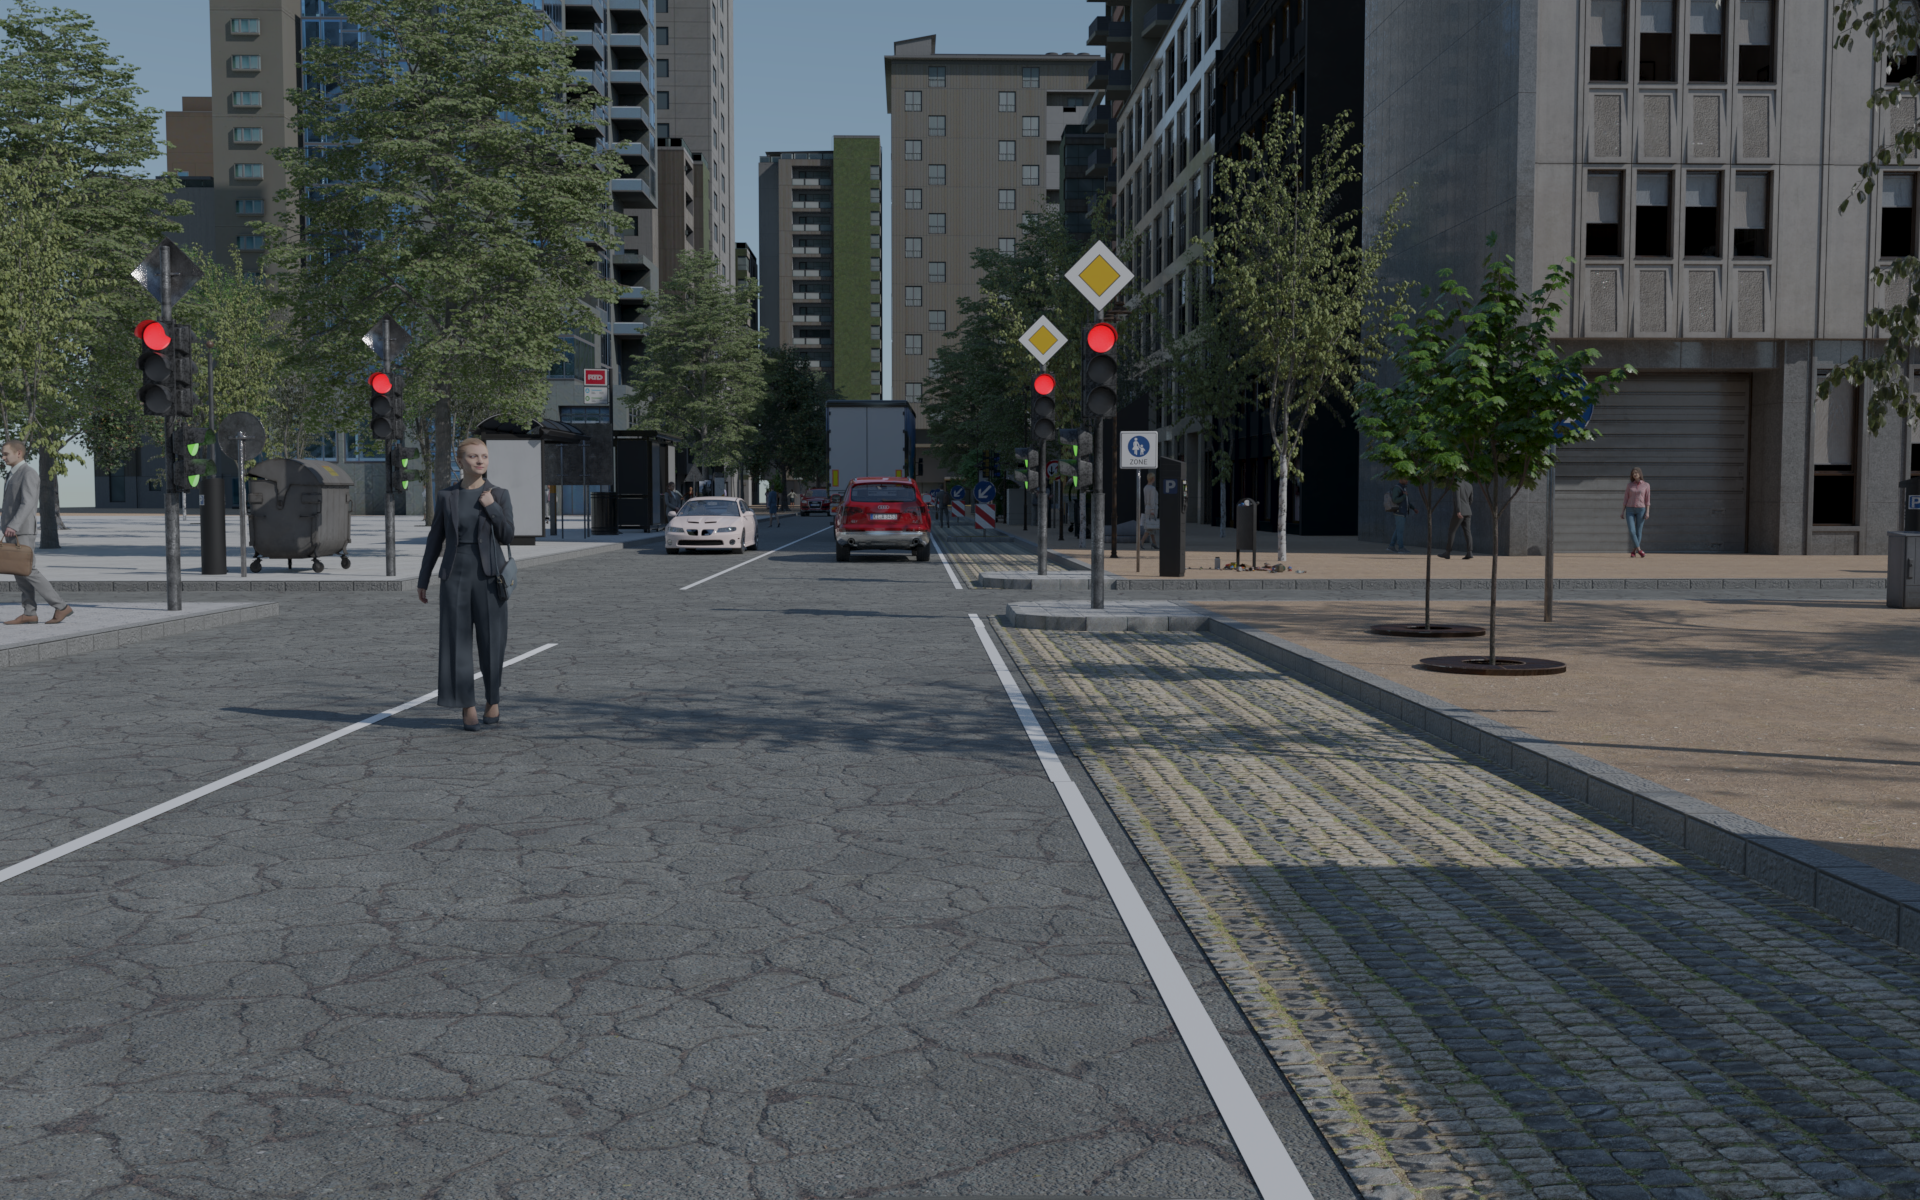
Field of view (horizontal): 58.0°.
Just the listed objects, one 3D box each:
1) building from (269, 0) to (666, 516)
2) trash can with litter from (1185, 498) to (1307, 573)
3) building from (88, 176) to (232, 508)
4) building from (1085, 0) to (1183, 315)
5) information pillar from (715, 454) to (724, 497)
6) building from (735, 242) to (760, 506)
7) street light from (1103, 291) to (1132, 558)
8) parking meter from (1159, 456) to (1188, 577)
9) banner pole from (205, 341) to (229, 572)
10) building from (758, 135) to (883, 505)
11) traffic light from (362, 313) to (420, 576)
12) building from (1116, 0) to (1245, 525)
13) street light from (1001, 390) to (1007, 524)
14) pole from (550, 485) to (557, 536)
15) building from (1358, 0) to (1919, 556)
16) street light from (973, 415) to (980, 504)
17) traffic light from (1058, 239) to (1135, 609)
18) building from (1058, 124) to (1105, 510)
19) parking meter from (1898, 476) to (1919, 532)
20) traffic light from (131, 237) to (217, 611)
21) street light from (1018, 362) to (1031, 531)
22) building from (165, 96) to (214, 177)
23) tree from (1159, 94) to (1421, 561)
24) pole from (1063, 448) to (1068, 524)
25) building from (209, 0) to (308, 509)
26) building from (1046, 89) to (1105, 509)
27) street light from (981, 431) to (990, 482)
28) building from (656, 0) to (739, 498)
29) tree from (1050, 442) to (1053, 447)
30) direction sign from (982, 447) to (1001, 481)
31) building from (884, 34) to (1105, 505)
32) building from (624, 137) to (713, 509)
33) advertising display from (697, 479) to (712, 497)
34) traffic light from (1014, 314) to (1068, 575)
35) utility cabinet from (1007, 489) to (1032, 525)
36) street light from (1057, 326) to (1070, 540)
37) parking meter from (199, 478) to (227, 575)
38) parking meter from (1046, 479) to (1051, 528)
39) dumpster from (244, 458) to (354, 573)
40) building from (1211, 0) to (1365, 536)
[{"bbox_3d":[-31.316,-49.080,115.135,22.319,86.520,31.000,0,4,-2],"label":"building"},{"bbox_3d":[4.899,-1.090,28.885,1.678,1.210,2.233,-2,4,-23],"label":"trash can with litter"},{"bbox_3d":[-70.813,-23.823,161.209,14.107,30.474,14.160,0,4,-2],"label":"building"},{"bbox_3d":[20.099,-28.279,116.984,22.147,44.769,28.867,0,4,-2],"label":"building"},{"bbox_3d":[-12.159,-5.879,87.477,0.504,3.616,0.183,0,4,5],"label":"information pillar"},{"bbox_3d":[-30.696,-26.184,199.816,14.107,30.474,14.160,0,4,-2],"label":"building"},{"bbox_3d":[3.094,-3.782,34.630,0.468,5.910,1.993,0,4,-2],"label":"street light"},{"bbox_3d":[3.307,-1.291,26.819,0.399,1.863,0.255,2,4,25],"label":"parking meter"},{"bbox_3d":[-12.337,-2.361,28.623,0.401,3.779,0.863,-1,4,-19],"label":"banner pole"},{"bbox_3d":[-15.948,-31.605,200.339,14.086,41.232,14.154,0,4,-2],"label":"building"},{"bbox_3d":[-8.874,-2.326,26.944,0.839,4.253,0.868,0,4,-2],"label":"traffic light"},{"bbox_3d":[19.356,-17.213,85.945,19.350,26.468,34.151,0,4,-2],"label":"building"},{"bbox_3d":[1.940,-6.241,74.823,0.468,5.910,1.993,0,4,-2],"label":"street light"},{"bbox_3d":[-12.583,-3.651,53.531,0.158,3.312,0.155,0,3,0],"label":"pole"},{"bbox_3d":[21.044,-13.646,41.132,19.932,24.808,12.078,0,4,-2],"label":"building"},{"bbox_3d":[1.031,-7.908,102.083,0.468,5.910,1.993,0,4,-2],"label":"street light"},{"bbox_3d":[1.520,-1.857,19.281,0.839,4.253,0.868,0,4,-2],"label":"traffic light"},{"bbox_3d":[14.747,-22.448,138.718,14.160,30.474,14.107,0,4,-2],"label":"building"},{"bbox_3d":[11.144,-0.722,20.216,0.372,1.533,0.369,0,3,0],"label":"parking meter"},{"bbox_3d":[-8.636,-1.837,18.963,0.839,4.253,0.868,0,4,-2],"label":"traffic light"},{"bbox_3d":[2.303,-5.387,60.866,0.468,5.910,1.993,0,4,-2],"label":"street light"},{"bbox_3d":[-80.433,-33.552,198.684,14.200,45.320,14.600,0,4,-2],"label":"building"},{"bbox_3d":[6.410,-5.053,32.985,4.737,8.622,4.395,0,3,0],"label":"tree"},{"bbox_3d":[4.535,-4.940,74.612,0.158,3.312,0.155,0,3,0],"label":"pole"},{"bbox_3d":[-52.847,-32.628,157.170,21.600,48.544,21.300,0,4,-2],"label":"building"},{"bbox_3d":[23.647,-28.519,158.163,32.217,40.220,23.993,0,4,-2],"label":"building"},{"bbox_3d":[1.483,-7.058,88.182,0.468,5.910,1.993,0,4,-2],"label":"street light"},{"bbox_3d":[-31.788,-44.041,158.317,20.611,71.187,20.563,0,4,-2],"label":"building"},{"bbox_3d":[7.134,-8.642,91.663,4.360,8.622,3.978,0,3,0],"label":"tree"},{"bbox_3d":[1.521,-5.598,83.519,0.876,3.537,0.379,0,4,-4],"label":"direction sign"},{"bbox_3d":[4.889,-37.860,208.244,27.495,52.752,28.713,0,4,-2],"label":"building"},{"bbox_3d":[-27.972,-22.534,140.131,14.160,30.474,14.107,0,4,-2],"label":"building"},{"bbox_3d":[-10.991,-4.237,74.489,0.123,1.923,0.974,2,4,26],"label":"advertising display"},{"bbox_3d":[1.282,-2.345,27.262,0.839,4.253,0.868,0,4,-2],"label":"traffic light"},{"bbox_3d":[2.533,-3.837,71.418,1.173,1.500,0.318,-1,4,-16],"label":"utility cabinet"},{"bbox_3d":[2.801,-4.585,47.751,0.468,5.910,1.993,0,4,-2],"label":"street light"},{"bbox_3d":[-11.895,-1.172,27.578,0.372,1.533,0.369,0,3,0],"label":"parking meter"},{"bbox_3d":[3.213,-3.635,65.139,0.399,1.863,0.255,-1,4,-19],"label":"parking meter"},{"bbox_3d":[-10.967,-1.408,28.783,1.264,1.857,1.865,0,4,-2],"label":"dumpster"},{"bbox_3d":[16.356,-14.110,60.377,12.332,23.373,15.834,0,4,-2],"label":"building"}]
